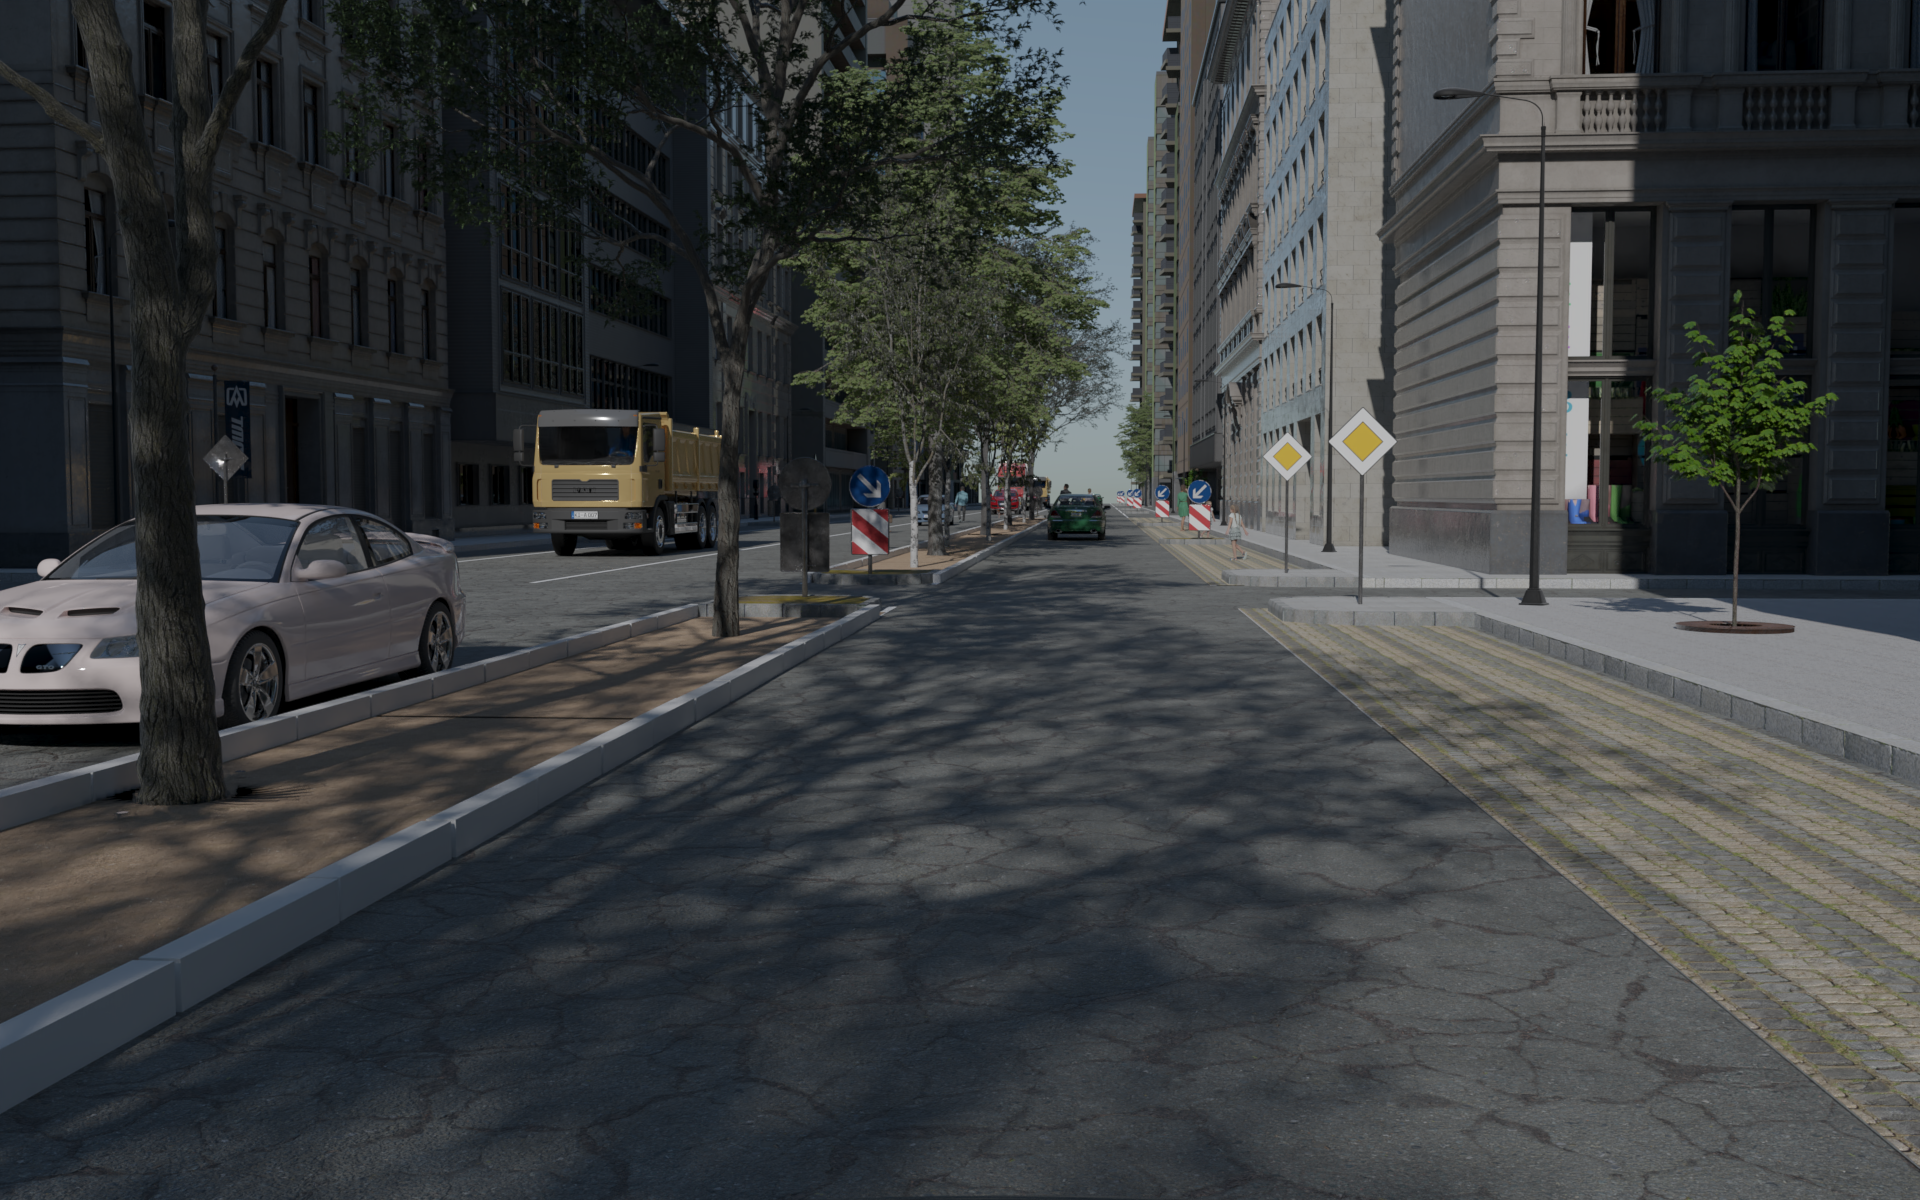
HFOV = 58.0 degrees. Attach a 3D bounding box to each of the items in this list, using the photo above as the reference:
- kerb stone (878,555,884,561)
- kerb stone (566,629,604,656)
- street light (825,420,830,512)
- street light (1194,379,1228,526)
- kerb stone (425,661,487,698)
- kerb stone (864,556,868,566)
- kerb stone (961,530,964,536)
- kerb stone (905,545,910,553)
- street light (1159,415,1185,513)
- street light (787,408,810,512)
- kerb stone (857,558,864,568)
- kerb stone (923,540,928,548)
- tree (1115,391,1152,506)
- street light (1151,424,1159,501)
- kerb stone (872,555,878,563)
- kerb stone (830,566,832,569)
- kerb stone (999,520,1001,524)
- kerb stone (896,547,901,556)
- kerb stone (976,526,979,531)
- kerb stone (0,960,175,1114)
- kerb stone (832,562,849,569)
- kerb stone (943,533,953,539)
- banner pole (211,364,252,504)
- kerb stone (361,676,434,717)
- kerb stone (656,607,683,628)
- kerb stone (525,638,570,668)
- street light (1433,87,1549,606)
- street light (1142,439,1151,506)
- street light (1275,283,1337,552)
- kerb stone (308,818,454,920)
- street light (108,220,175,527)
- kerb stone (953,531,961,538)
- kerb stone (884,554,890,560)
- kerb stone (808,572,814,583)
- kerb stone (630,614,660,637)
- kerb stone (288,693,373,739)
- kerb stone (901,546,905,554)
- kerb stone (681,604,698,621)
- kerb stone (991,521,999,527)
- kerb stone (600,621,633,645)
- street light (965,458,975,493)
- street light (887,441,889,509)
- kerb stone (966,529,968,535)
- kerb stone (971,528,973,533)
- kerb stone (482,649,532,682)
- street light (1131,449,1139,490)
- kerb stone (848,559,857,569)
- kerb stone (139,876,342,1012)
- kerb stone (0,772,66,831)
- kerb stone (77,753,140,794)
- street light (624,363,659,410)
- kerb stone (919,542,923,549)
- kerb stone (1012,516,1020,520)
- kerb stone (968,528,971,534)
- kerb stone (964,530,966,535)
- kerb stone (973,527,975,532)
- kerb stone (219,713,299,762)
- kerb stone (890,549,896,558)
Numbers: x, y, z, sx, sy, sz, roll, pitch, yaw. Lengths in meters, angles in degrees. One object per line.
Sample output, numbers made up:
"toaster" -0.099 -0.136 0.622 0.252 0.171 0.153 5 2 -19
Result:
"kerb stone" -1.778 -0.879 36.607 0.120 0.150 1.000 0 4 5
"kerb stone" -3.447 0.400 15.654 0.120 0.150 1.000 0 4 5
"street light" -7.743 -8.164 106.022 1.470 5.913 1.316 0 4 5
"street light" 10.140 -5.959 69.970 1.470 5.913 1.316 0 4 5
"kerb stone" -3.695 0.587 12.591 0.120 0.150 1.000 0 4 5
"kerb stone" -1.935 -0.754 34.552 0.120 0.150 1.000 0 4 5
"kerb stone" -0.060 -2.195 58.081 0.120 0.150 1.000 0 4 5
"kerb stone" -1.368 -1.194 41.730 0.120 0.150 1.000 0 4 5
"street light" 12.626 -7.904 101.775 1.470 5.913 1.316 0 4 5
"street light" -8.759 -7.391 93.391 1.470 5.913 1.316 0 4 5
"kerb stone" -2.027 -0.693 33.528 0.120 0.150 1.000 0 4 5
"kerb stone" -0.954 -1.505 46.831 0.120 0.150 1.000 0 4 5
"tree" 20.656 -16.613 189.742 7.486 12.596 7.792 0 3 0
"street light" 13.624 -8.712 114.976 1.470 5.913 1.316 0 4 5
"kerb stone" -1.853 -0.819 35.581 0.120 0.150 1.000 0 4 5
"kerb stone" -2.347 -0.442 29.422 0.120 0.150 1.000 0 4 5
"kerb stone" 1.660 -3.507 79.540 0.120 0.150 1.000 0 4 5
"kerb stone" -1.527 -1.069 39.674 0.120 0.150 1.000 0 4 5
"kerb stone" 0.513 -2.631 65.232 0.120 0.150 1.000 0 4 5
"kerb stone" -2.257 1.097 4.268 0.120 0.150 1.000 0 4 5
"kerb stone" -2.191 -0.567 31.470 0.120 0.150 1.000 0 4 5
"kerb stone" -0.386 -1.942 53.985 0.120 0.150 1.000 0 4 5
"banner pole" -14.175 -2.667 33.624 0.863 3.779 0.401 -2 4 -31
"kerb stone" -3.779 0.650 11.569 0.120 0.150 1.000 0 4 5
"kerb stone" -3.199 0.212 18.725 0.120 0.150 1.000 0 4 5
"kerb stone" -3.532 0.463 14.632 0.120 0.150 1.000 0 4 5
"street light" 6.107 -2.898 19.929 1.470 5.913 1.316 0 4 5
"street light" 16.357 -10.689 147.303 1.470 5.913 1.316 0 4 5
"street light" 7.620 -4.014 38.167 1.470 5.913 1.316 0 4 5
"kerb stone" -2.097 0.973 6.306 0.120 0.150 1.000 0 4 5
"street light" -13.899 -3.484 29.509 1.470 5.913 1.316 0 4 5
"kerb stone" -0.144 -2.133 57.062 0.120 0.150 1.000 0 4 5
"kerb stone" -1.696 -0.944 37.625 0.120 0.150 1.000 0 4 5
"kerb stone" -2.433 -0.379 28.400 0.120 0.150 1.000 0 4 5
"kerb stone" -3.281 0.275 17.697 0.120 0.150 1.000 0 4 5
"kerb stone" -3.861 0.714 10.550 0.120 0.150 1.000 0 4 5
"kerb stone" -1.456 -1.132 40.702 0.120 0.150 1.000 0 4 5
"kerb stone" -3.127 0.152 19.745 0.120 0.150 1.000 0 4 5
"kerb stone" 1.567 -3.445 78.513 0.120 0.150 1.000 0 4 5
"kerb stone" -3.371 0.339 16.679 0.120 0.150 1.000 0 4 5
"street light" 1.276 -15.200 221.055 1.470 5.913 1.316 0 4 5
"street light" -5.274 -10.150 138.497 1.470 5.913 1.316 0 4 5
"kerb stone" 0.100 -2.319 60.119 0.120 0.150 1.000 0 4 5
"kerb stone" 0.272 -2.445 62.173 0.120 0.150 1.000 0 4 5
"kerb stone" -3.608 0.527 13.609 0.120 0.150 1.000 0 4 5
"street light" 18.756 -12.636 179.131 1.470 5.913 1.316 0 4 5
"kerb stone" -2.107 -0.630 32.506 0.120 0.150 1.000 0 4 5
"kerb stone" -2.172 1.034 5.287 0.120 0.150 1.000 0 4 5
"kerb stone" -4.104 0.900 7.489 0.120 0.150 1.000 0 4 5
"kerb stone" -4.026 0.840 8.508 0.120 0.150 1.000 0 4 5
"street light" -11.362 -5.447 61.595 1.470 5.913 1.316 0 4 5
"kerb stone" -1.123 -1.382 44.786 0.120 0.150 1.000 0 4 5
"kerb stone" 3.206 -4.695 98.951 0.120 0.150 1.000 0 4 5
"kerb stone" 0.192 -2.382 61.142 0.120 0.150 1.000 0 4 5
"kerb stone" 0.015 -2.257 59.100 0.120 0.150 1.000 0 4 5
"kerb stone" 0.346 -2.508 63.195 0.120 0.150 1.000 0 4 5
"kerb stone" -3.939 0.775 9.527 0.120 0.150 1.000 0 4 5
"kerb stone" -1.613 -1.006 38.649 0.120 0.150 1.000 0 4 5
